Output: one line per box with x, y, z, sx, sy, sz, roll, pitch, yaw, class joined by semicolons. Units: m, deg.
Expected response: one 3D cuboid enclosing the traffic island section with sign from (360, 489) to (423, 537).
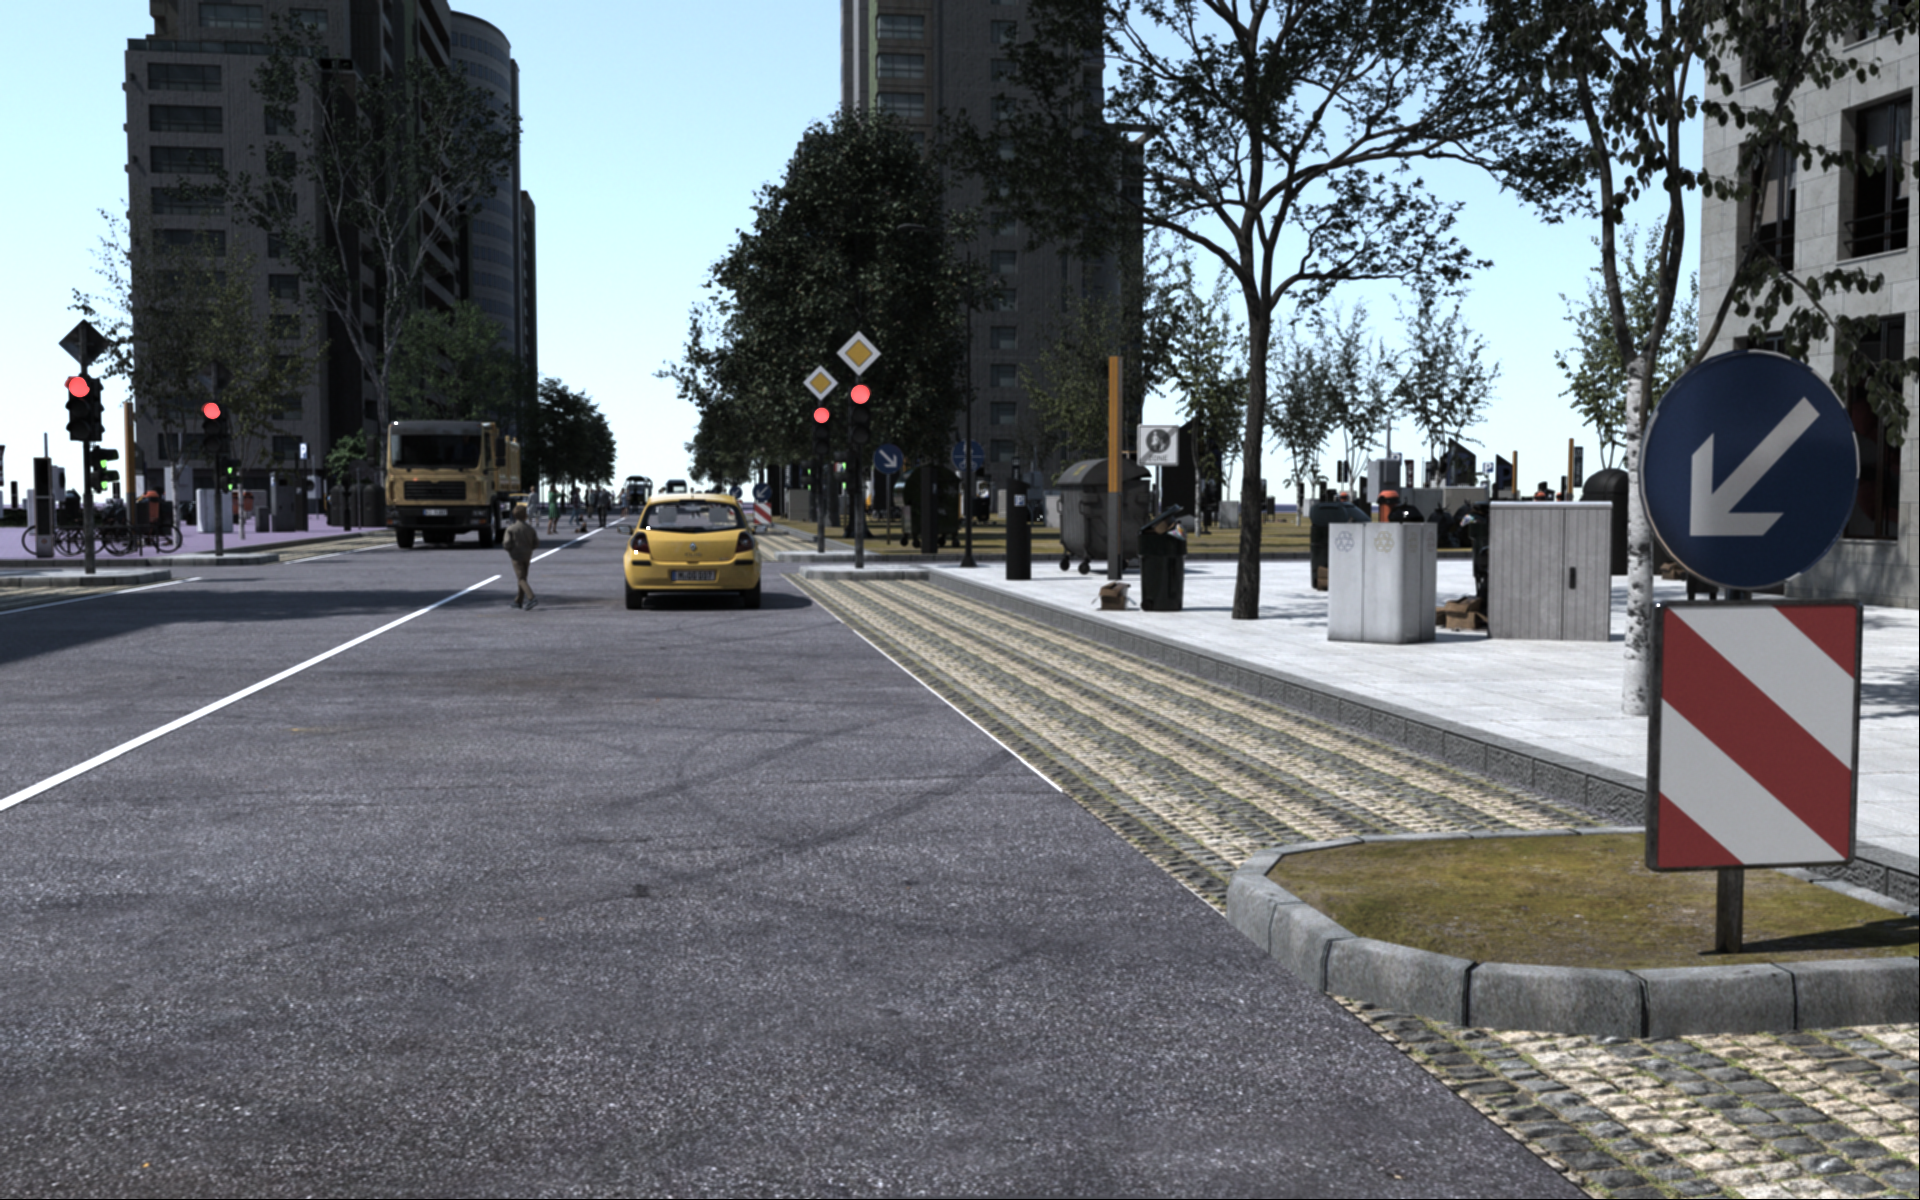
-19.032;-3.041;58.341;1.989;1.847;2.006;-1;4;-9;traffic island section with sign

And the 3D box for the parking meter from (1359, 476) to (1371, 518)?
13.075;-3.063;55.795;0.399;1.863;0.255;0;4;6;parking meter

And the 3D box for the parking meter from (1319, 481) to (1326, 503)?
16.117;-4.357;76.950;0.255;1.863;0.399;0;4;5;parking meter

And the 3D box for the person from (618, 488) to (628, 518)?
-20.249;-5.829;103.896;0.616;1.811;0.778;-2;4;-34;person

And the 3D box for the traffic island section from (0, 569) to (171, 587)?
-14.046;-0.346;27.938;2.009;0.180;2.903;-1;4;-9;traffic island section

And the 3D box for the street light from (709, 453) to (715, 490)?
-27.545;-13.682;196.242;1.470;5.913;1.316;-1;4;-9;street light

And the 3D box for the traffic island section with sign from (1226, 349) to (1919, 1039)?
1.943;0.191;5.509;1.989;1.847;2.006;-1;4;-9;traffic island section with sign

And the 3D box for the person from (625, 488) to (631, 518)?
-20.218;-5.909;105.454;0.374;1.781;0.599;2;4;35;person

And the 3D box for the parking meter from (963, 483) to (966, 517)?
0.387;-5.471;95.155;0.255;1.863;0.399;2;4;34;parking meter

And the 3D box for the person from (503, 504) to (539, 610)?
-5.446;-0.531;21.456;0.640;1.303;0.475;3;4;37;person

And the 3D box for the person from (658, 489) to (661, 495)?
-25.713;-8.551;148.310;1.348;1.824;0.705;2;4;35;person

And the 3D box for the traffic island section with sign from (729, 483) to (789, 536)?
-7.026;-3.160;60.299;1.989;1.847;2.006;-1;4;-9;traffic island section with sign

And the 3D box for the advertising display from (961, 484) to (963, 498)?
0.331;-6.263;107.619;0.123;1.923;0.974;-2;4;-34;advertising display

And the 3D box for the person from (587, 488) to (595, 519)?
-20.824;-5.416;97.538;0.515;1.767;0.782;0;4;1;person

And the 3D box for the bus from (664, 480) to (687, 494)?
-37.332;-14.211;227.208;2.948;3.499;13.247;-1;4;-11;bus

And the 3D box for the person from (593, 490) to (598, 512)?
-28.517;-7.740;135.585;0.617;1.759;0.750;-1;4;-10;person

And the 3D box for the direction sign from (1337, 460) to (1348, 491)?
25.811;-7.636;116.852;0.876;3.537;0.379;-2;4;-25;direction sign

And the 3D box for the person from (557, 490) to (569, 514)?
-28.095;-6.929;122.306;1.217;1.766;0.721;1;4;23;person

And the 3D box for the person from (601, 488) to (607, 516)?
-22.811;-6.235;110.650;0.583;1.804;0.606;0;4;-3;person

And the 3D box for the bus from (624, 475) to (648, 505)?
-43.251;-14.705;231.965;2.896;3.916;12.252;-1;4;-8;bus

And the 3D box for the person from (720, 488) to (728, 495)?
-12.478;-5.074;91.939;0.782;1.767;0.515;1;4;14;person

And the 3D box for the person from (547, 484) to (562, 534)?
-14.533;-3.245;61.798;0.600;1.795;0.529;3;5;43;person

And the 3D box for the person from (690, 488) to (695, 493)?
-15.784;-5.778;102.994;0.620;1.820;0.660;-3;5;-44;person

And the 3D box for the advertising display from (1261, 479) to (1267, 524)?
12.723;-4.200;73.885;0.974;1.923;0.123;-3;5;-42;advertising display

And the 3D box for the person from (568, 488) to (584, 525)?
-17.617;-4.291;79.497;0.643;1.720;0.563;1;4;11;person

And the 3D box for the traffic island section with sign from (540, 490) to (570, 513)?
-31.412;-7.660;133.865;1.989;1.847;2.006;-1;4;-9;traffic island section with sign

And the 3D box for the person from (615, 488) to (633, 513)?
-25.142;-7.424;129.520;1.348;1.869;0.705;-2;4;-25;person

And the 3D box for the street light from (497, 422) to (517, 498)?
-29.142;-8.486;111.284;1.470;5.913;1.316;-1;4;-9;street light

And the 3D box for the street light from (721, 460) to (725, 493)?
-20.039;-10.903;150.802;1.470;5.913;1.316;-1;4;-9;street light

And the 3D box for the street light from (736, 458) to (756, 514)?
-13.990;-8.636;113.734;1.470;5.913;1.316;-1;4;-9;street light

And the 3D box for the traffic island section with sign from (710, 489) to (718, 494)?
-11.379;-4.787;86.902;1.989;1.847;2.006;-1;4;-9;traffic island section with sign

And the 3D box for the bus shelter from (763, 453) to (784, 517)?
-10.666;-6.745;101.570;1.731;3.624;6.357;-1;4;-9;bus shelter

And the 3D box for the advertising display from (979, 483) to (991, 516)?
1.463;-5.985;103.061;0.123;1.923;0.974;-3;4;-38;advertising display

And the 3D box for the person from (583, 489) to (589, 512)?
-30.259;-8.058;140.381;0.705;1.807;1.348;1;4;9;person

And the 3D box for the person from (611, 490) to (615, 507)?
-37.018;-10.759;184.278;0.599;1.838;0.709;-2;4;-28;person

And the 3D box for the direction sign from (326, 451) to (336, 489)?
-33.535;-6.144;92.444;0.379;3.537;0.876;1;4;10;direction sign

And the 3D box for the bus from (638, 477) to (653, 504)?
-45.576;-15.754;249.124;2.896;3.916;12.252;-1;4;-9;bus

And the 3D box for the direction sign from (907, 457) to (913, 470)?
-2.865;-6.896;104.740;0.876;3.537;0.379;0;4;7;direction sign

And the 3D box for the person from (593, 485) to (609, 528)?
-15.161;-3.946;73.195;0.592;1.802;0.473;1;4;20;person

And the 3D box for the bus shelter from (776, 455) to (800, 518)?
-8.775;-7.096;93.647;2.179;5.291;8.768;-1;4;-9;bus shelter

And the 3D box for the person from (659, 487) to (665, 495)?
-14.586;-4.637;84.669;0.624;1.780;0.694;-3;5;-41;person

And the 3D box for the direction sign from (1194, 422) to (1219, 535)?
7.825;-3.853;54.999;0.876;3.537;0.379;-2;4;-25;direction sign

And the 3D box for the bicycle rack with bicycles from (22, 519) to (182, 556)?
-18.196;-1.415;36.516;2.925;0.926;2.852;-1;4;-13;bicycle rack with bicycles

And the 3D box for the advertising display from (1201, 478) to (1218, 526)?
9.826;-3.883;68.705;0.974;1.923;0.123;-2;4;-34;advertising display

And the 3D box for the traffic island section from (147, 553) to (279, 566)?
-15.336;-0.828;35.818;2.009;0.180;2.903;-1;4;-9;traffic island section

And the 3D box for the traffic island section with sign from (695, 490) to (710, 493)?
-23.858;-9.447;163.086;1.989;1.847;2.006;-1;4;-9;traffic island section with sign

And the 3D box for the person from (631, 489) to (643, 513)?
-24.107;-7.337;128.476;1.348;1.822;0.705;-2;4;-33;person

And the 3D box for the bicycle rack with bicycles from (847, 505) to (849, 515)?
-5.535;-5.433;102.216;2.925;0.926;2.852;-1;4;-16;bicycle rack with bicycles

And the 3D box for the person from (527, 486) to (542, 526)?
-18.896;-4.146;76.632;0.694;1.780;0.624;-2;4;-28;person

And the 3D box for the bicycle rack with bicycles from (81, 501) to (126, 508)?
-43.258;-4.593;88.481;2.925;0.926;2.852;1;4;12;bicycle rack with bicycles

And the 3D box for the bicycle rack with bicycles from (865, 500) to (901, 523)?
-2.681;-3.948;77.925;2.925;0.926;2.852;-1;4;-21;bicycle rack with bicycles

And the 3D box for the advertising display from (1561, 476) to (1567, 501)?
21.393;-3.433;61.350;0.123;1.923;0.974;2;4;24;advertising display

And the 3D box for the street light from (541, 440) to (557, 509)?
-35.121;-10.733;148.024;1.470;5.913;1.316;-1;4;-9;street light

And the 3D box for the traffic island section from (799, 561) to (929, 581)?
-1.717;-0.469;29.944;2.009;0.180;2.903;-1;4;-9;traffic island section

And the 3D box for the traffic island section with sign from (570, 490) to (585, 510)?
-35.776;-9.293;160.561;1.989;1.847;2.006;-1;4;-9;traffic island section with sign

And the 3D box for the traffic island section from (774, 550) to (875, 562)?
-3.008;-0.951;37.824;2.009;0.180;2.903;-1;4;-9;traffic island section

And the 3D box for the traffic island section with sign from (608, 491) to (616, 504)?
-49.201;-14.309;242.577;1.989;1.847;2.006;-1;4;-9;traffic island section with sign
